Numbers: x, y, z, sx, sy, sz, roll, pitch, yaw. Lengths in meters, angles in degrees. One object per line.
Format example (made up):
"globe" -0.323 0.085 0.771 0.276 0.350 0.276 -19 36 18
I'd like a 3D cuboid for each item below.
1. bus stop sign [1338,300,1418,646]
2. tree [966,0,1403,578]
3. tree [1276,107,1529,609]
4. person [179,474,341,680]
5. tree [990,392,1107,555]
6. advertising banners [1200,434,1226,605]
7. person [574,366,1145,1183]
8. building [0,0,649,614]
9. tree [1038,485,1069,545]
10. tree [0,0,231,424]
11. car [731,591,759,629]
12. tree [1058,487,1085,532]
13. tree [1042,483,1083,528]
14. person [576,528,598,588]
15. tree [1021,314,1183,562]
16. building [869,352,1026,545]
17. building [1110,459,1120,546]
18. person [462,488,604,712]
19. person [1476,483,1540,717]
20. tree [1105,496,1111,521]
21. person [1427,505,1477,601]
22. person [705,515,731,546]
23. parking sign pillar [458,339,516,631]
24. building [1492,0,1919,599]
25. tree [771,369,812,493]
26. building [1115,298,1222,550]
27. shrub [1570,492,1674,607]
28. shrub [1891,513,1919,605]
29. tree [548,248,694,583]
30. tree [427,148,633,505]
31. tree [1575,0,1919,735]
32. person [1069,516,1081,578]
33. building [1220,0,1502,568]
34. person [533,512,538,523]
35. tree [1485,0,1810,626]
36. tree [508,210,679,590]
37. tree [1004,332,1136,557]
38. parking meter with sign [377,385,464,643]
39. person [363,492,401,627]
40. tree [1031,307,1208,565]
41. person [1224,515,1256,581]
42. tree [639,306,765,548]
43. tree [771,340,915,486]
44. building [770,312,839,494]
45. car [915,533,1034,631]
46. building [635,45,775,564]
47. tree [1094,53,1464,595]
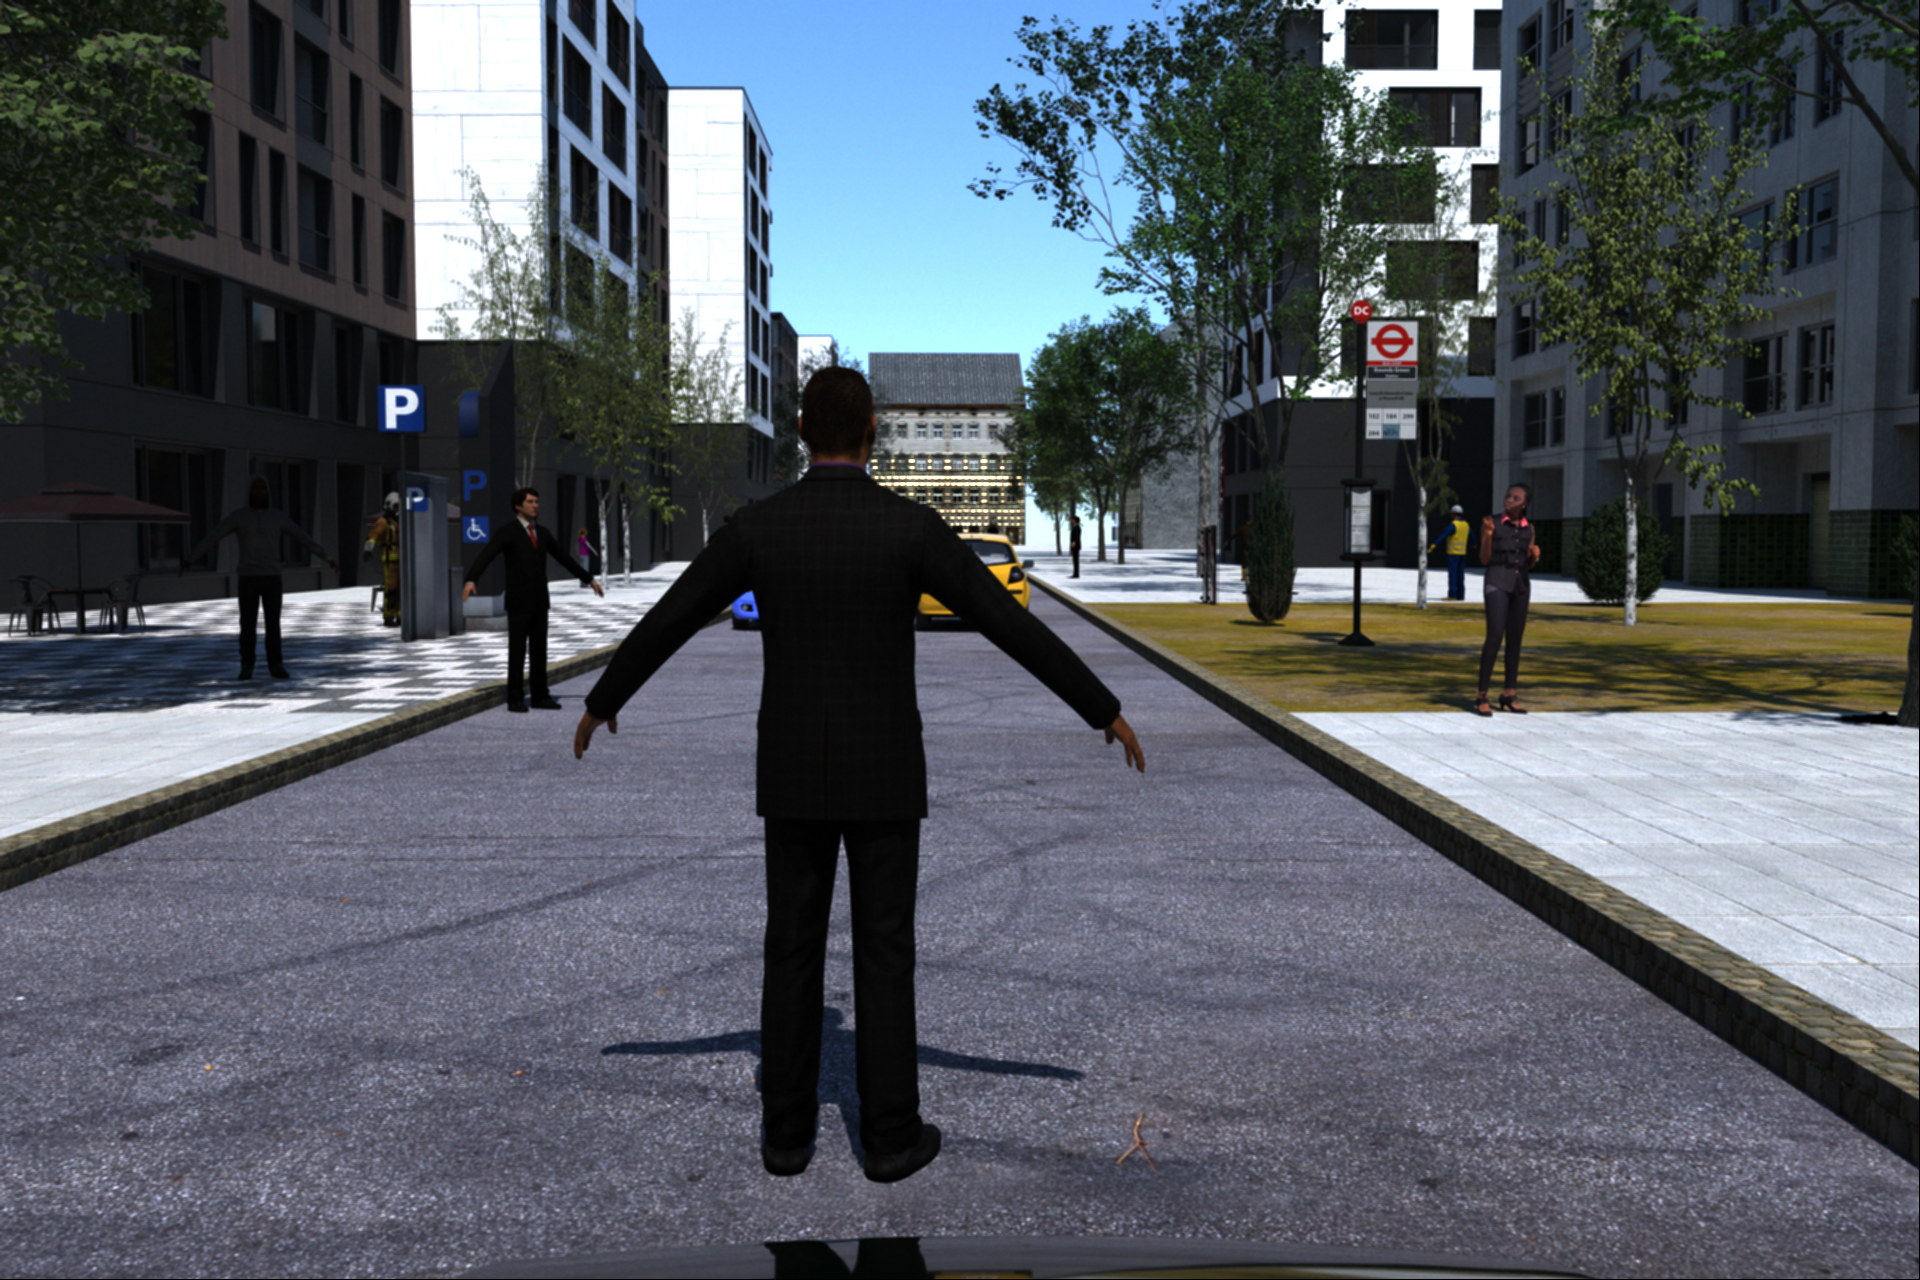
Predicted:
"bus stop sign" 4.799 -1.907 19.879 0.855 3.939 0.416 0 4 0
"tree" 6.110 -11.838 49.439 12.611 20.169 13.585 0 3 0
"tree" 8.115 -4.833 29.375 4.360 8.622 3.978 0 3 0
"person" -6.210 -0.565 15.372 1.348 1.813 0.705 -2 4 -30
"tree" 5.935 -10.642 108.404 7.601 10.594 8.767 2 4 25
"advertising banners" 4.597 -2.157 31.454 0.090 3.025 2.074 0 4 -2
"person" -0.263 0.291 3.920 1.346 1.802 0.704 1 4 10
"building" -24.916 -12.204 43.506 27.936 21.610 32.646 0 4 1
"tree" 11.212 -15.554 204.666 4.737 8.622 4.395 0 3 0
"tree" -8.491 -5.753 12.182 7.486 12.596 7.792 0 3 0
"car" -2.576 -1.076 27.183 1.945 1.707 3.694 0 3 0
"tree" 13.696 -15.841 209.363 4.360 8.622 3.978 0 3 0
"tree" 6.690 -10.135 116.066 4.737 8.622 4.395 0 3 0
"person" -8.833 -1.939 40.974 0.599 1.433 0.991 -3 4 -39
"tree" 6.704 -9.484 80.817 9.928 11.665 9.643 0 3 0
"building" -1.926 -22.959 208.766 18.063 23.208 19.493 0 4 -3
"building" 21.060 -14.335 176.516 9.099 9.664 28.070 0 3 0
"person" -3.495 -0.332 14.066 0.705 1.806 1.347 3 5 40
"person" 3.890 -0.291 12.274 0.415 1.643 0.593 2 4 32
"tree" 19.014 -15.711 207.243 4.360 8.622 3.978 0 3 0
"person" 9.500 -1.668 33.233 1.349 1.833 0.705 -2 4 -34
"person" -6.929 -2.790 51.553 1.347 1.837 0.705 0 4 -5
"parking sign pillar" -6.374 -2.136 23.398 1.447 3.967 1.447 0 4 0
"building" 26.206 -10.726 41.834 16.747 18.905 31.486 0 3 0
"tree" -9.079 -10.043 98.619 8.767 10.594 7.601 0 4 5
"building" 23.965 -19.507 149.859 19.493 23.208 18.063 0 4 -1
"shrub" 11.730 -1.633 30.746 1.661 2.075 1.752 0 3 0
"shrub" 15.216 -1.354 26.556 1.690 2.028 1.600 0 3 0
"tree" -8.658 -5.767 44.652 4.737 8.622 4.395 0 3 0
"tree" -8.532 -5.077 33.378 4.360 8.622 3.978 0 3 0
"tree" 6.602 -5.218 11.069 9.928 11.665 9.643 0 3 0
"person" 3.343 -2.707 50.441 0.705 1.806 1.347 0 4 2
"building" 25.853 -14.511 81.224 27.936 21.610 32.646 0 3 0
"person" -8.416 -1.697 34.467 1.216 1.740 0.721 2 4 28
"tree" 9.349 -4.495 23.863 4.737 8.622 4.395 0 3 0
"tree" -8.132 -5.475 39.878 4.360 8.622 3.978 0 3 0
"tree" 5.976 -10.983 97.697 7.486 12.596 7.792 0 3 0
"parking meter with sign" -6.539 -1.525 21.198 0.543 3.016 1.738 0 3 0
"person" -7.818 -1.117 24.039 0.705 1.858 1.354 2 4 25
"tree" 6.604 -8.422 72.105 8.767 10.594 7.601 2 4 24
"person" 7.824 -2.497 46.958 1.346 1.812 0.704 1 4 13
"tree" -8.207 -6.466 56.077 4.360 8.622 3.978 0 3 0
"tree" -8.357 -12.182 109.548 12.009 13.543 11.850 0 3 0
"building" -27.109 -20.295 175.803 27.936 21.610 32.646 0 4 -1
"car" 0.174 -1.027 27.007 2.015 1.641 3.980 0 3 0
"building" -23.797 -14.265 77.200 27.936 21.610 32.646 0 4 -1
"tree" 6.681 -6.784 36.671 9.928 11.665 9.643 0 3 0
